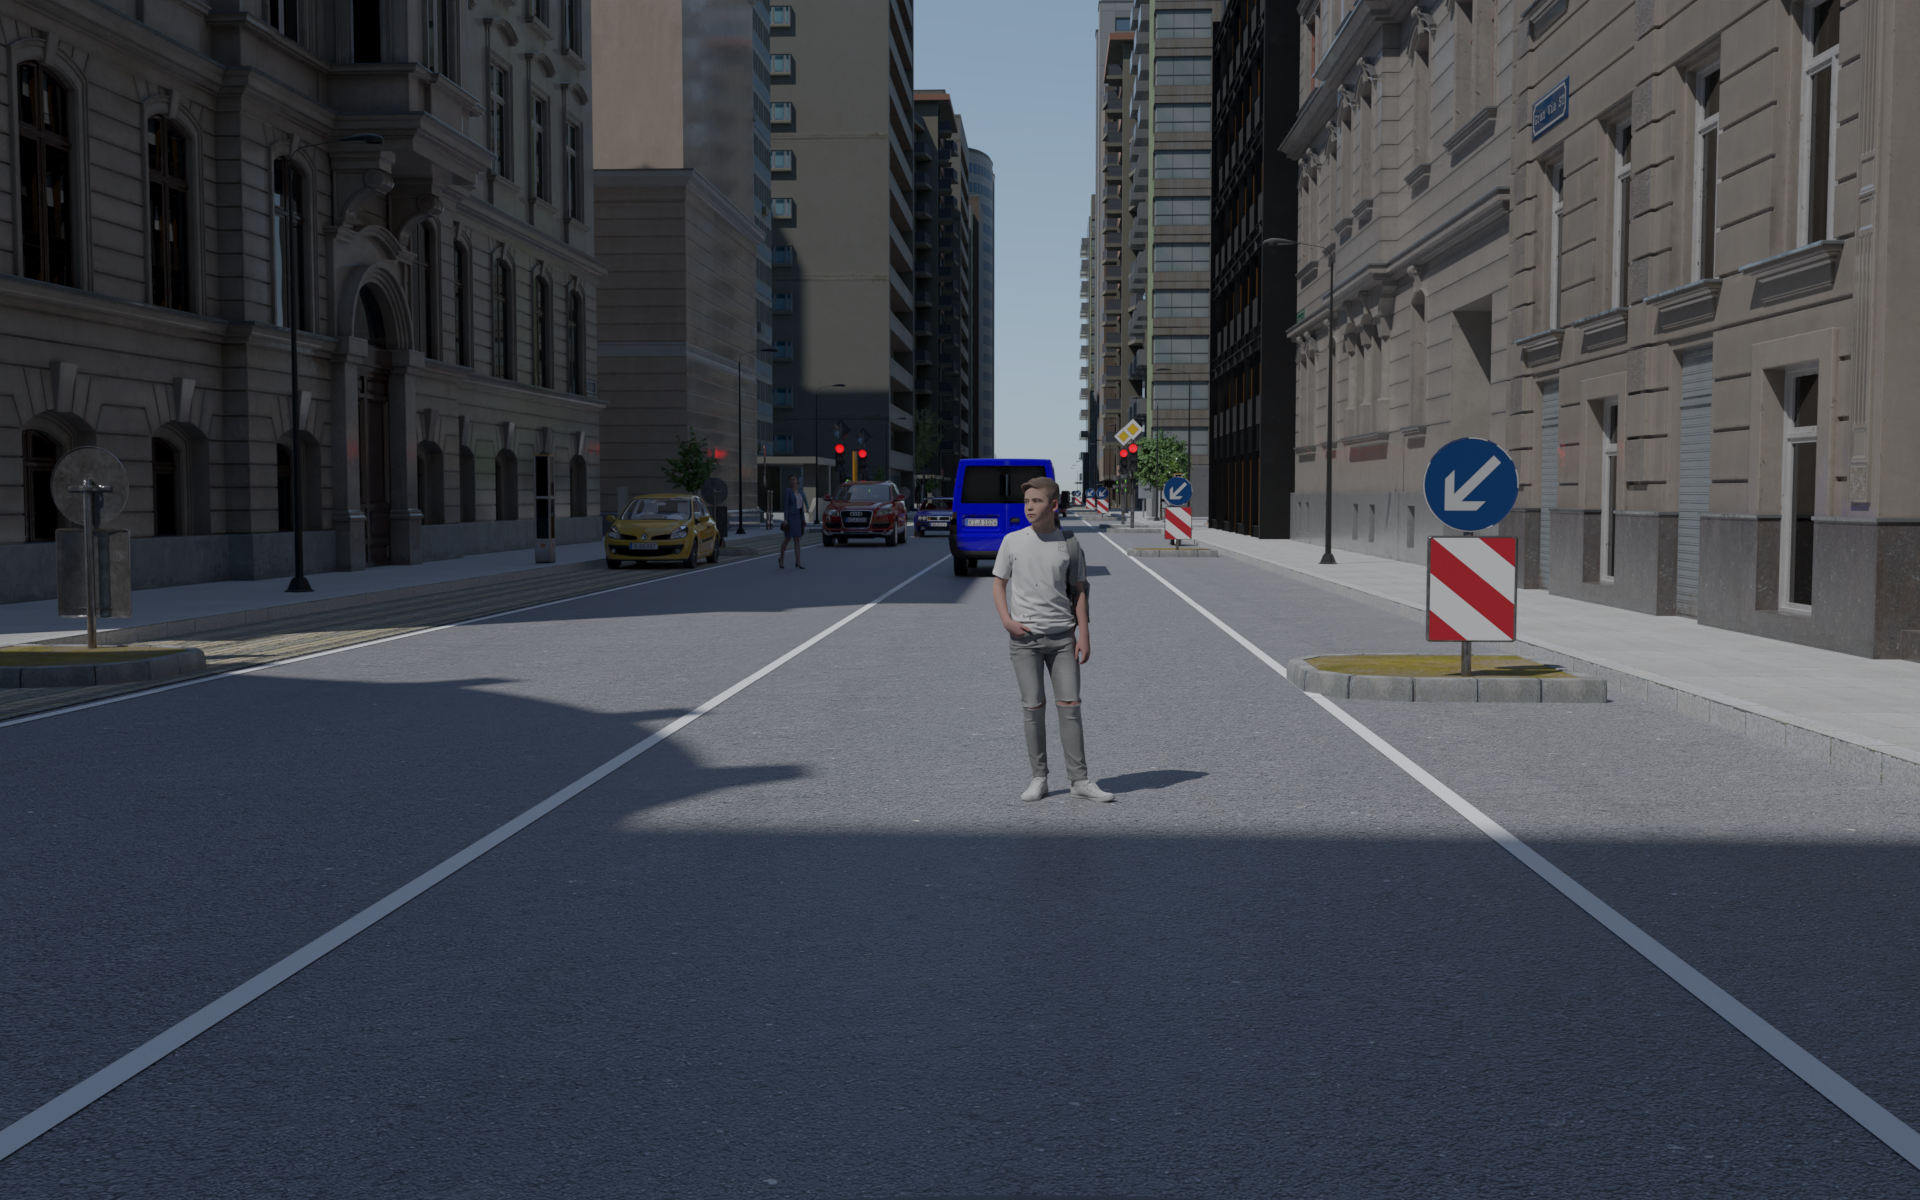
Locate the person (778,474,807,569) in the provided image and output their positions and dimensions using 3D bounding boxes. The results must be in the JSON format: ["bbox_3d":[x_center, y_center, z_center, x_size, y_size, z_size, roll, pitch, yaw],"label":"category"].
[{"bbox_3d":[-3.225,-1.514,33.270,0.581,1.822,0.654,-3,4,-37],"label":"person"}]

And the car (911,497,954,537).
[{"bbox_3d":[-0.664,-2.848,59.139,1.945,1.354,3.894,0,4,2],"label":"car"}]

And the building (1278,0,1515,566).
[{"bbox_3d":[14.792,-15.190,35.745,14.401,28.519,23.554,0,4,3],"label":"building"}]

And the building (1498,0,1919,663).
[{"bbox_3d":[12.664,-13.100,11.451,12.463,27.353,25.104,0,4,3],"label":"building"}]

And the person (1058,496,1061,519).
[{"bbox_3d":[5.532,-5.534,99.212,0.641,1.798,0.478,2,4,25],"label":"person"}]

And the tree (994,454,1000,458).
[{"bbox_3d":[5.828,-21.874,307.999,4.360,8.622,3.978,0,3,0],"label":"tree"}]

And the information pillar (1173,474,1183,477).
[{"bbox_3d":[7.825,-3.534,62.271,0.304,2.012,0.304,0,4,-2],"label":"information pillar"}]

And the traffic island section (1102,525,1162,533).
[{"bbox_3d":[6.464,-2.600,64.787,2.009,0.180,2.903,0,4,3],"label":"traffic island section"}]

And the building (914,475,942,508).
[{"bbox_3d":[-18.062,-28.691,160.975,32.217,40.220,23.993,0,4,3],"label":"building"}]

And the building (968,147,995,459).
[{"bbox_3d":[-5.139,-45.706,289.297,21.231,58.520,28.212,0,4,3],"label":"building"}]

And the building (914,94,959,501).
[{"bbox_3d":[-11.565,-32.556,186.921,22.147,44.769,28.867,0,4,3],"label":"building"}]

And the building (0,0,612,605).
[{"bbox_3d":[-15.723,-12.882,29.699,14.460,24.649,34.723,0,4,3],"label":"building"}]

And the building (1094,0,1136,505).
[{"bbox_3d":[26.731,-40.724,207.840,21.231,58.520,28.212,0,4,3],"label":"building"}]

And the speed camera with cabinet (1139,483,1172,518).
[{"bbox_3d":[10.670,-6.051,93.265,2.038,3.252,0.660,0,4,-6],"label":"speed camera with cabinet"}]

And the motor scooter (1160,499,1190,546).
[{"bbox_3d":[6.004,-2.171,48.276,0.815,1.314,1.986,0,4,1],"label":"motor scooter"}]

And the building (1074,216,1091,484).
[{"bbox_3d":[31.286,-41.044,290.669,23.786,49.044,30.456,0,4,3],"label":"building"}]

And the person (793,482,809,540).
[{"bbox_3d":[-5.060,-2.792,54.172,0.660,1.820,0.620,-1,4,-9],"label":"person"}]

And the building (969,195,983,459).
[{"bbox_3d":[-3.873,-36.856,252.704,14.600,45.320,14.200,0,4,3],"label":"building"}]

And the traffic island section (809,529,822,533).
[{"bbox_3d":[-4.513,-2.634,65.349,2.009,0.180,2.903,0,4,3],"label":"traffic island section"}]

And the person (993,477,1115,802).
[{"bbox_3d":[0.436,0.182,8.121,0.503,1.515,0.523,-2,4,-33],"label":"person"}]

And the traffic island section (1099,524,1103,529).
[{"bbox_3d":[6.870,-3.088,72.761,2.009,0.180,2.903,0,4,3],"label":"traffic island section"}]

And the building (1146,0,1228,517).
[{"bbox_3d":[17.996,-25.555,101.421,14.154,41.232,14.086,0,4,3],"label":"building"}]

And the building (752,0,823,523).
[{"bbox_3d":[-22.414,-24.042,84.975,32.217,40.220,23.993,0,4,3],"label":"building"}]

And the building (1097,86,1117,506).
[{"bbox_3d":[22.210,-32.807,186.508,14.600,45.320,14.200,0,4,3],"label":"building"}]

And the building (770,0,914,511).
[{"bbox_3d":[-14.641,-30.409,120.882,21.300,48.544,21.600,0,4,3],"label":"building"}]

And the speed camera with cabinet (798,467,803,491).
[{"bbox_3d":[-8.223,-6.343,98.050,2.038,3.252,0.660,0,4,0],"label":"speed camera with cabinet"}]

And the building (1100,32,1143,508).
[{"bbox_3d":[24.645,-31.156,164.028,22.147,44.769,28.867,0,4,3],"label":"building"}]

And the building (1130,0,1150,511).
[{"bbox_3d":[24.326,-31.285,131.114,23.786,49.044,30.456,0,4,3],"label":"building"}]

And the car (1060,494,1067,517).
[{"bbox_3d":[5.824,-6.117,109.048,2.155,1.783,4.494,0,4,4],"label":"car"}]

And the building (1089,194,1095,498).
[{"bbox_3d":[24.825,-33.892,237.724,14.154,41.232,14.086,0,4,3],"label":"building"}]

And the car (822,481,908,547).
[{"bbox_3d":[-2.644,-2.462,48.928,2.281,1.827,5.304,0,4,3],"label":"car"}]

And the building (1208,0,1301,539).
[{"bbox_3d":[15.023,-13.834,55.867,12.332,23.373,15.834,0,4,3],"label":"building"}]

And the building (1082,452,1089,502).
[{"bbox_3d":[29.862,-57.873,258.887,22.319,86.520,31.000,0,4,3],"label":"building"}]

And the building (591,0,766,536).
[{"bbox_3d":[-17.527,-16.669,58.448,20.117,28.700,13.634,0,4,3],"label":"building"}]

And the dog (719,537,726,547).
[{"bbox_3d":[-6.079,-1.693,44.516,0.513,0.831,0.800,2,4,34],"label":"dog"}]

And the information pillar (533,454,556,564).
[{"bbox_3d":[-7.691,-1.687,32.074,0.304,2.012,0.304,0,4,4],"label":"information pillar"}]

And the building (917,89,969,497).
[{"bbox_3d":[-10.032,-35.978,211.948,21.300,48.544,21.600,0,4,3],"label":"building"}]

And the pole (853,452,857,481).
[{"bbox_3d":[-5.034,-5.455,83.024,0.158,3.312,0.155,0,3,0],"label":"pole"}]

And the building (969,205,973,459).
[{"bbox_3d":[-5.550,-33.956,238.779,14.154,41.232,14.086,0,4,3],"label":"building"}]

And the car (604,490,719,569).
[{"bbox_3d":[-5.878,-1.475,34.347,2.015,1.641,3.980,0,4,1],"label":"car"}]
